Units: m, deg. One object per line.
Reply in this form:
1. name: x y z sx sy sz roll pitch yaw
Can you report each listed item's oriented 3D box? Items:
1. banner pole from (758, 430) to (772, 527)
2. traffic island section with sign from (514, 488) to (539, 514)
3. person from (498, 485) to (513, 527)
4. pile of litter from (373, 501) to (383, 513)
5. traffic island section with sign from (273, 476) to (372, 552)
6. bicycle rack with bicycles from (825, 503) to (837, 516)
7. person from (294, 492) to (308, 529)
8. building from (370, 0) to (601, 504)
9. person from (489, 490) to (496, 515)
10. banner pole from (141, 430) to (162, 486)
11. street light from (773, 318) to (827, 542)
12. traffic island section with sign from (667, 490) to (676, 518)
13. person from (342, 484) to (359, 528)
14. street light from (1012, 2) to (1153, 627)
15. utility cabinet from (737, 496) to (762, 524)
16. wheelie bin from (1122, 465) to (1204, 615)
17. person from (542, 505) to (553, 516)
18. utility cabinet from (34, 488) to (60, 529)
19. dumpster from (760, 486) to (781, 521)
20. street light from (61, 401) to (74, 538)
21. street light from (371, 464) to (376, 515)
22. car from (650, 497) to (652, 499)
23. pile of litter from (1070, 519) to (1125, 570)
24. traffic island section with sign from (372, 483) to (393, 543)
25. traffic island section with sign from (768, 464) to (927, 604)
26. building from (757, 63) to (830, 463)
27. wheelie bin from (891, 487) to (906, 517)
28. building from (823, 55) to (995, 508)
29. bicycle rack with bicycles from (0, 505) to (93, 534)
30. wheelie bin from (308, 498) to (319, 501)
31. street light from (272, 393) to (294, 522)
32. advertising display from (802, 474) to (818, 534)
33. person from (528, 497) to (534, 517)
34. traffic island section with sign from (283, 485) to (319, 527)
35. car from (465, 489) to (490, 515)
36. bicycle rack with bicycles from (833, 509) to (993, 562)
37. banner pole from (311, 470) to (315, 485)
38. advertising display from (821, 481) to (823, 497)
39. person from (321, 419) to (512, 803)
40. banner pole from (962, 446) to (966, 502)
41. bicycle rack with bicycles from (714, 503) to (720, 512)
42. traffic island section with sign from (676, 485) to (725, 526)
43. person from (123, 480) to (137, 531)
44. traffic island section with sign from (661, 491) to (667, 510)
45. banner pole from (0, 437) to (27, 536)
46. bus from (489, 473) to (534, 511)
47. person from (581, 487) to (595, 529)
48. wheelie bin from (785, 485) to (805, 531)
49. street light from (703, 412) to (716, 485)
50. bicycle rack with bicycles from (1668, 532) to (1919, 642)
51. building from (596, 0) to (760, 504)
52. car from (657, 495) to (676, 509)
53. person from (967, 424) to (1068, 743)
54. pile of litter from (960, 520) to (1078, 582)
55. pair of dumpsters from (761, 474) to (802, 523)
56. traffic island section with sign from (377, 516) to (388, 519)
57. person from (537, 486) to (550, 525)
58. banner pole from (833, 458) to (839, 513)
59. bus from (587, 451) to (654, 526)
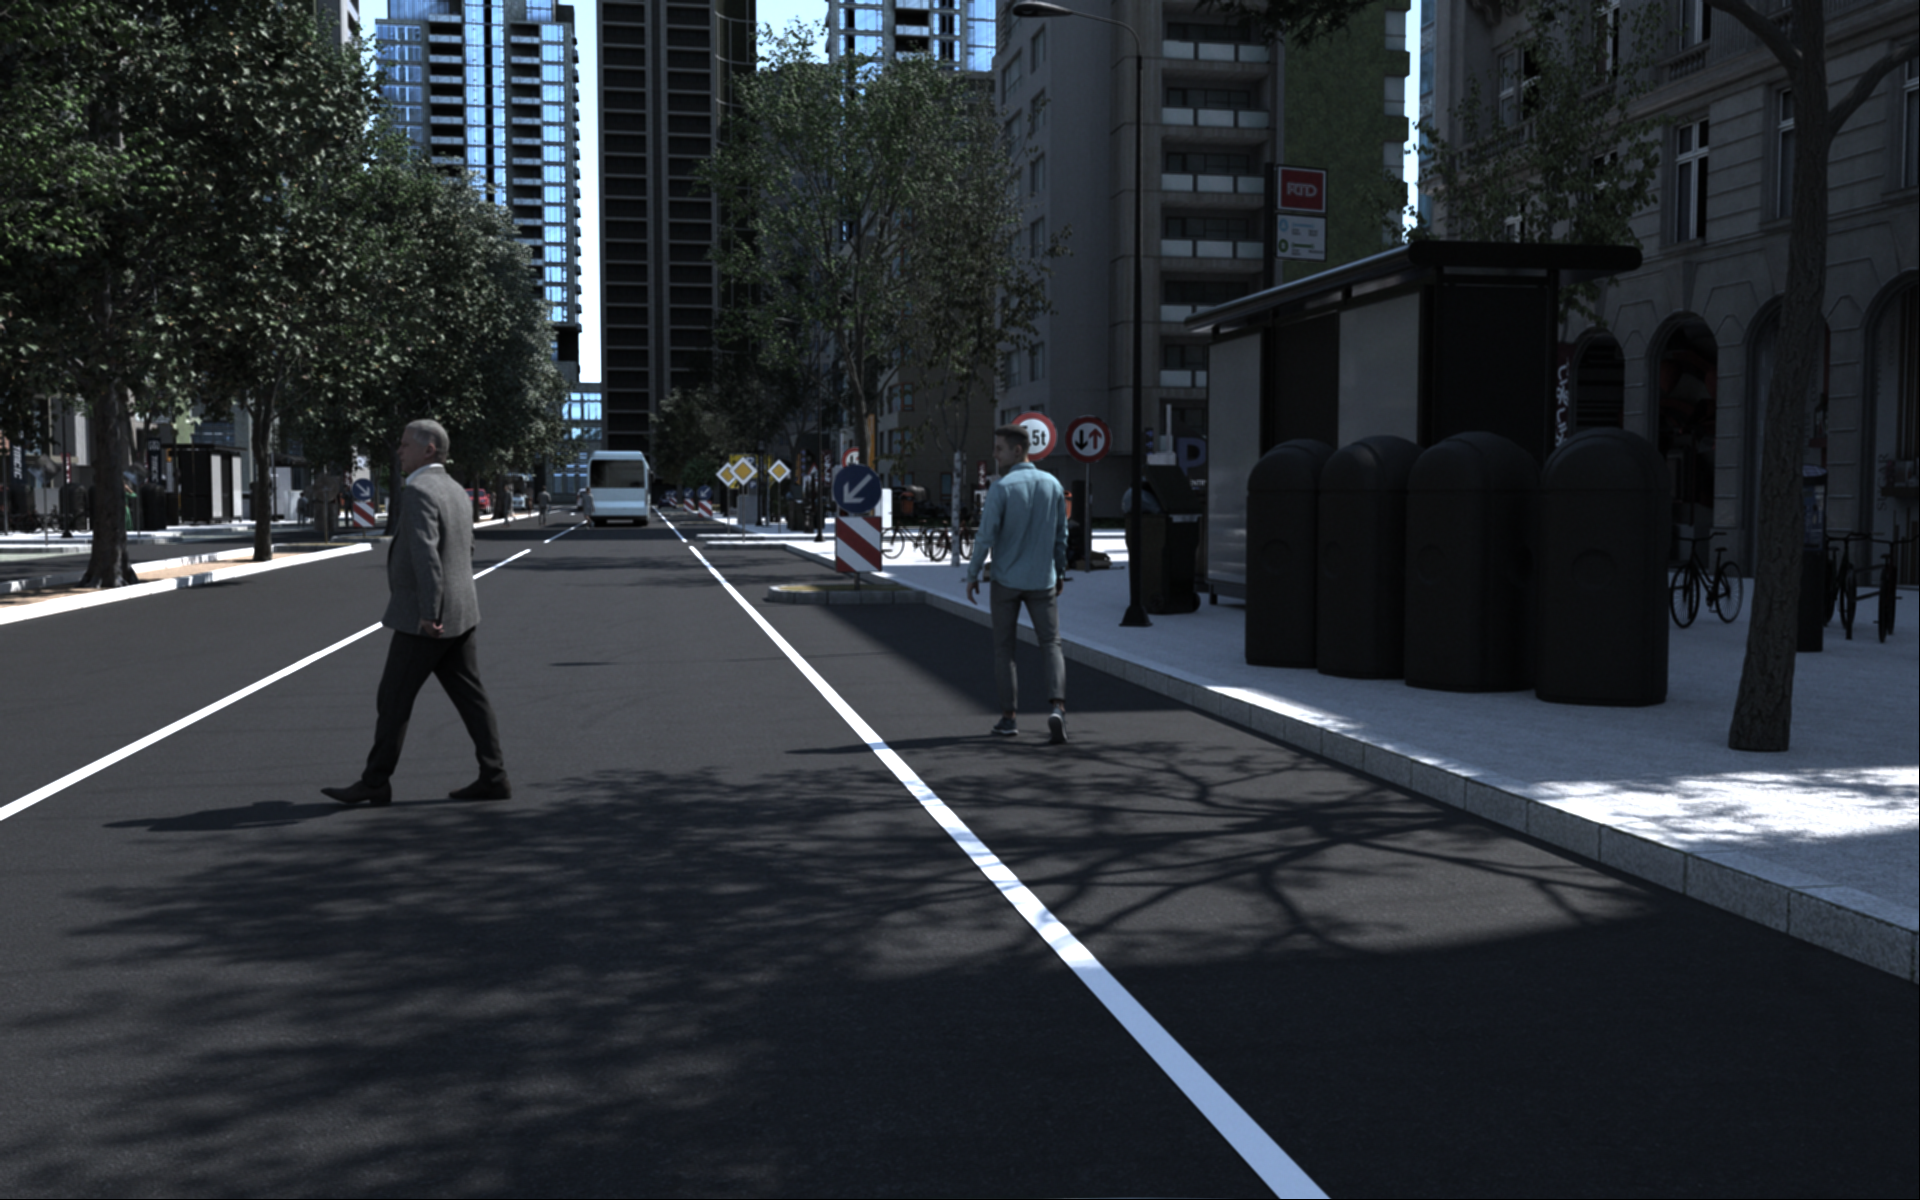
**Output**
1. banner pole: -7.693 -4.760 67.845 0.401 3.779 0.863 -3 4 -38
2. traffic island section with sign: -31.224 -7.167 125.323 2.006 1.907 1.989 -1 4 -10
3. person: -19.565 -4.034 74.551 0.694 1.812 0.767 2 4 31
4. pile of litter: -39.934 -6.325 117.371 1.719 0.858 1.176 -2 4 -33
5. traffic island section with sign: -16.271 -2.202 44.138 2.006 1.907 1.989 -1 4 -10
6. bicycle rack with bicycles: -7.402 -5.418 101.972 2.852 0.926 2.925 3 4 36
7. person: -27.118 -3.681 71.281 0.523 1.515 0.503 2 4 26
8. building: -62.676 -55.805 225.086 31.000 86.520 22.319 -1 4 -10
9. person: -31.150 -6.513 115.322 0.374 1.781 0.599 -3 5 -44
10. banner pole: -31.502 -4.734 67.419 0.863 3.779 0.401 -2 4 -32
11. street light: -4.275 -4.491 45.969 1.470 5.913 1.316 -1 4 -10
12. traffic island section with sign: -16.490 -5.857 104.391 1.989 1.847 2.006 -1 4 -10
13. person: -25.398 -3.904 72.132 0.655 1.846 0.447 -2 4 -27
14. street light: 1.181 -2.696 16.620 1.470 5.913 1.316 -1 4 -10
15. utility cabinet: -8.999 -3.842 73.981 1.020 1.237 0.306 -2 4 -25
16. wheelie bin: 2.152 -0.658 18.674 0.693 1.594 0.980 3 5 45
17. person: -27.336 -6.161 114.727 0.738 1.151 1.012 1 4 20
18. utility cabinet: -33.184 -3.316 62.896 1.173 1.500 0.318 -1 4 -21
19. dumpster: -9.035 -4.654 81.845 1.264 1.857 1.865 -1 4 -10
20. street light: -25.344 -4.744 50.108 1.470 5.913 1.316 -1 4 -10
21. street light: -35.895 -8.243 107.309 1.470 5.913 1.316 -1 4 -10
22. car: -31.331 -9.831 169.768 2.155 1.783 4.494 -1 4 -10
23. pile of litter: 2.057 -0.948 29.464 1.719 0.858 1.176 -1 4 -18
24. traffic island section with sign: -17.604 -2.648 51.424 2.006 1.907 1.989 -1 4 -10
25. traffic island section with sign: -1.589 -0.911 23.517 1.989 1.847 2.006 -1 4 -10
26. building: -13.298 -42.389 235.062 28.212 58.520 21.231 -1 4 -10
27. wheelie bin: -2.638 -4.091 74.799 0.980 1.594 0.693 1 4 10
28. building: 3.995 -28.264 153.998 32.217 40.220 23.993 -1 4 -10
29. bicycle rack with bicycles: -29.907 -2.642 56.574 2.925 0.926 2.852 -1 4 -20
30. wheelie bin: -35.008 -5.253 93.789 0.980 1.594 0.693 -1 4 -21
31. street light: -30.606 -6.494 78.711 1.470 5.913 1.316 -1 4 -10
32. advertising display: -4.908 -3.115 56.147 0.123 1.923 0.974 -2 4 -23
33. person: -26.415 -5.713 106.575 0.373 1.253 0.362 0 4 -4
34. traffic island section with sign: -28.256 -4.081 75.348 1.989 1.847 2.006 -1 4 -10
35. car: -34.463 -6.983 122.844 2.281 1.827 5.304 -1 4 -12
36. bicycle rack with bicycles: -0.415 -1.276 34.248 2.852 0.926 2.925 3 5 42
37. banner pole: -38.297 -6.886 102.603 0.401 3.779 0.863 0 4 -5
38. advertising display: -6.801 -4.604 80.488 0.974 1.923 0.123 2 4 28
39. person: -2.527 0.052 8.050 0.834 1.777 0.661 0 4 -5
40. banner pole: 0.203 -5.982 87.828 0.401 3.779 0.863 -1 4 -13
41. bicycle rack with bicycles: -15.993 -6.628 121.742 2.925 0.926 2.852 1 4 15
42. traffic island section with sign: -11.601 -4.236 77.882 1.989 1.847 2.006 -1 4 -10
43. person: -19.641 -1.944 40.538 0.600 1.795 0.529 0 4 -4
44. traffic island section with sign: -25.692 -8.914 154.375 1.989 1.847 2.006 -1 4 -10
45. banner pole: -29.036 -3.857 53.077 0.401 3.779 0.863 3 5 42
46. bus: -38.276 -9.391 148.395 2.948 3.499 13.247 -1 4 -10
47. person: -15.185 -3.769 70.876 0.760 1.731 0.466 3 4 37
48. wheelie bin: -5.616 -3.199 60.212 0.980 1.594 0.693 -2 4 -27
49. street light: -13.812 -7.670 97.947 1.470 5.913 1.316 -1 4 -10
50. bicycle rack with bicycles: 7.859 -0.192 16.520 2.852 0.926 2.925 3 4 38
51. building: -37.095 -48.371 229.120 20.611 71.187 20.563 -1 4 -10
52. car: -28.117 -9.401 166.284 1.945 1.354 3.894 -1 4 -10
53. person: 0.361 -0.108 10.132 0.638 1.841 0.748 -1 4 -12
54. pile of litter: 0.820 -0.707 25.525 1.719 0.858 1.176 0 4 2
55. pair of dumpsters: -8.092 -4.664 78.751 1.574 2.255 4.437 -1 4 -10
56. traffic island section with sign: -33.123 -5.702 101.861 1.989 1.847 2.006 -1 4 -10
57. person: -19.281 -4.375 80.223 0.606 1.804 0.583 -1 4 -14
58. banner pole: -8.567 -7.936 119.765 0.401 3.779 0.863 -2 4 -35
59. bus: -15.770 -5.247 80.644 2.948 3.499 13.247 -1 4 -10
